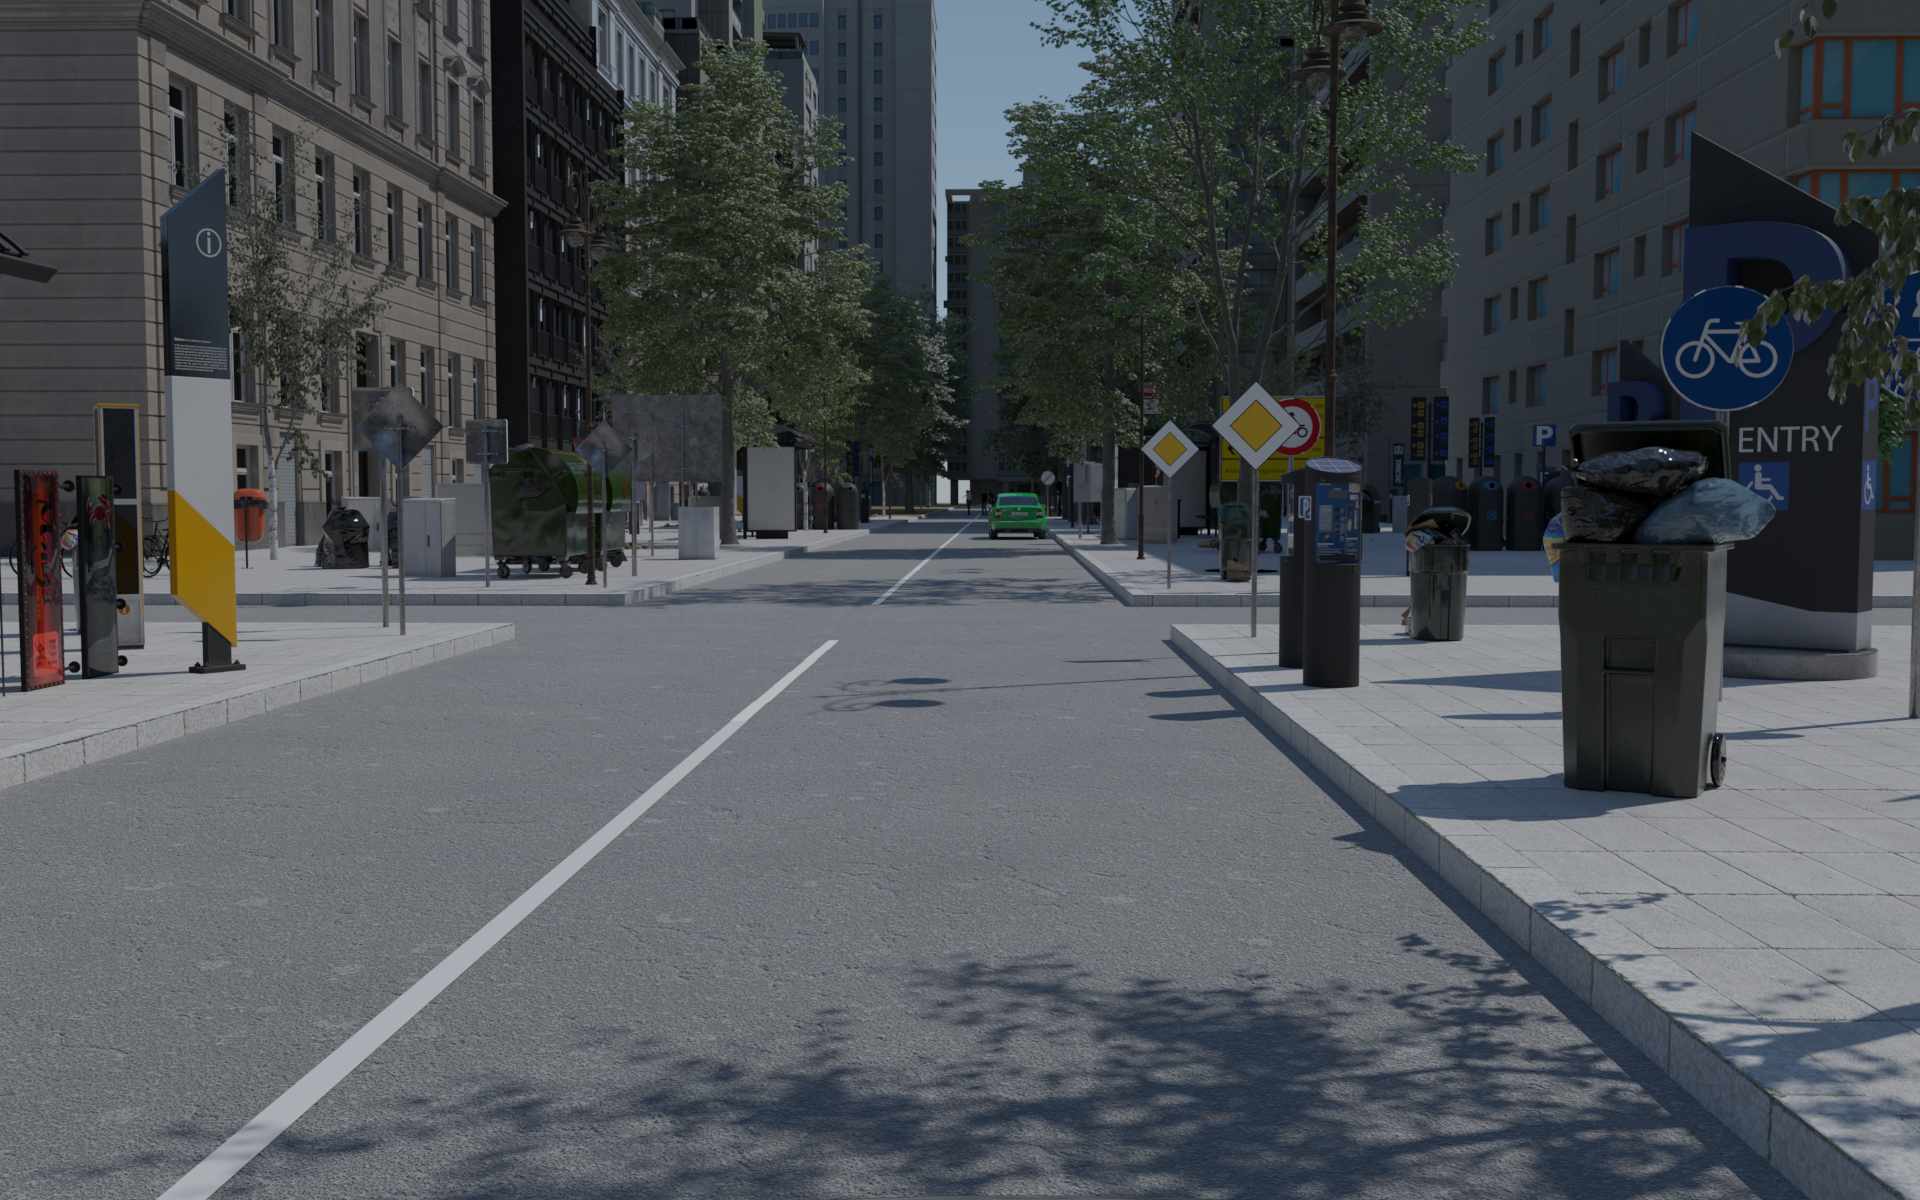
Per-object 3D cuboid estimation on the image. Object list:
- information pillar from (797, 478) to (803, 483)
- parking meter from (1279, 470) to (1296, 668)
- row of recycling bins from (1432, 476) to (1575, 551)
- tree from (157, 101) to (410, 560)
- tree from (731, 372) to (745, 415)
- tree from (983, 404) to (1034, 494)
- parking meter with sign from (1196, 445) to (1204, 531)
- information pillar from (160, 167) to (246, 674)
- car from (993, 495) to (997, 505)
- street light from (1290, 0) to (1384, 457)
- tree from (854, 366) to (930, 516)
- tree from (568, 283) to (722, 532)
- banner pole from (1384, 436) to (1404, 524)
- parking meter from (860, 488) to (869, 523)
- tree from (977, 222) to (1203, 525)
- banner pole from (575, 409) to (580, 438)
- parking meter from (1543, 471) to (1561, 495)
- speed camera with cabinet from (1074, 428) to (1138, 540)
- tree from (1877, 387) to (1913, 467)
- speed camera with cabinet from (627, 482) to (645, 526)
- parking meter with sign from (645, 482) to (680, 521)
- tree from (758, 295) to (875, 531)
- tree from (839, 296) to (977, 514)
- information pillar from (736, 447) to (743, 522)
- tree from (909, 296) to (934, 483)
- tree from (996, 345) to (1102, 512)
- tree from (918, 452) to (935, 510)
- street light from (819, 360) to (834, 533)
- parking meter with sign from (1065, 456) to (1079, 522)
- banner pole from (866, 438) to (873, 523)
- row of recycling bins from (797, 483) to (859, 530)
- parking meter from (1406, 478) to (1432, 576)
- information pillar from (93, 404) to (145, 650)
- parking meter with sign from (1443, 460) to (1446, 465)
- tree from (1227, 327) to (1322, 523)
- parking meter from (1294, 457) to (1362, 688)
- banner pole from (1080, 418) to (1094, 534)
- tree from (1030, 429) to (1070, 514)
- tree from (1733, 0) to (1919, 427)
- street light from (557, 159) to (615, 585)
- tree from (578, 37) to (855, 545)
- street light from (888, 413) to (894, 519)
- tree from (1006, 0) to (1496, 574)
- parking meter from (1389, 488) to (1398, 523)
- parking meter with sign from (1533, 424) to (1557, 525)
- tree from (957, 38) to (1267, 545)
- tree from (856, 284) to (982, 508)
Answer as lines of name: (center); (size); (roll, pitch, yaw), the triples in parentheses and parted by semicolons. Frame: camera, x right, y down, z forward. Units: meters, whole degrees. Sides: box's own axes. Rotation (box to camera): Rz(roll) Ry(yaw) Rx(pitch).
information pillar: (-7.165, -4.453, 77.302); (0.304, 2.012, 0.304); (3, 4, 38)
parking meter: (2.561, -0.271, 12.846); (0.372, 1.533, 0.369); (0, 3, 0)
row of recycling bins: (12.313, -1.963, 39.208); (3.534, 1.692, 1.069); (0, 4, -4)
tree: (-13.126, -5.086, 33.516); (4.360, 8.622, 3.978); (0, 3, 0)
tree: (-11.397, -7.567, 74.081); (4.360, 8.622, 3.978); (0, 3, 0)
tree: (7.168, -16.003, 172.025); (12.009, 13.543, 11.850); (0, 3, 0)
parking meter with sign: (8.377, -3.979, 61.317); (0.543, 3.016, 1.738); (0, 4, 3)
information pillar: (-5.415, -1.284, 12.352); (0.183, 3.616, 0.504); (2, 4, 31)
car: (3.349, -7.922, 142.111); (1.945, 1.354, 3.894); (0, 4, 2)
street light: (3.005, -2.522, 14.016); (0.468, 5.910, 1.993); (0, 4, 1)
tree: (-4.157, -9.099, 99.130); (4.360, 8.622, 3.978); (0, 3, 0)
tree: (-10.669, -6.599, 58.259); (4.360, 8.622, 3.978); (0, 3, 0)
banner pole: (18.788, -5.191, 74.884); (0.863, 3.779, 0.401); (2, 4, 27)
parking meter: (-4.206, -4.160, 76.433); (0.372, 1.533, 0.369); (0, 3, 0)
tree: (5.514, -9.527, 72.777); (9.611, 12.733, 9.660); (0, 3, 0)
banner pole: (-11.222, -3.728, 50.964); (0.401, 3.779, 0.863); (-1, 4, -14)
parking meter: (14.663, -2.276, 42.930); (0.399, 1.863, 0.255); (1, 4, 17)
speed camera with cabinet: (4.160, -3.361, 49.283); (0.660, 3.252, 2.038); (-3, 5, -43)
tree: (13.032, -2.597, 26.174); (4.285, 4.588, 4.351); (0, 3, 0)
speed camera with cabinet: (-13.198, -4.616, 69.813); (0.660, 3.252, 2.038); (-1, 4, -22)
parking meter with sign: (-14.222, -5.279, 82.566); (1.738, 3.016, 0.543); (-3, 4, -37)
tree: (-5.299, -6.726, 60.328); (4.737, 8.622, 4.395); (0, 3, 0)
tree: (-3.204, -12.464, 110.448); (9.857, 13.997, 8.962); (0, 3, 0)
information pillar: (-9.886, -5.337, 78.614); (0.504, 3.616, 0.183); (0, 4, -6)
tree: (-4.461, -10.087, 83.050); (7.486, 12.596, 7.792); (0, 3, 0)
tree: (7.185, -13.444, 126.462); (9.857, 13.997, 8.962); (0, 3, 0)
tree: (-3.288, -11.712, 141.857); (4.737, 8.622, 4.395); (0, 3, 0)
street light: (-4.403, -5.124, 56.562); (0.468, 5.910, 1.993); (0, 4, 1)
parking meter with sign: (5.277, -5.118, 79.943); (0.543, 3.016, 1.738); (1, 4, 15)
banner pole: (-4.039, -5.349, 77.467); (0.401, 3.779, 0.863); (1, 4, 20)
row of recycling bins: (-5.412, -3.389, 62.517); (3.534, 1.692, 1.069); (0, 4, 2)
parking meter: (7.170, -1.139, 27.041); (0.372, 1.533, 0.369); (0, 3, 0)
information pillar: (-6.937, -0.599, 14.292); (0.304, 2.012, 0.304); (-2, 4, -33)
parking meter with sign: (20.631, -4.558, 70.791); (0.543, 3.016, 1.738); (-3, 5, -40)
tree: (13.847, -7.662, 75.641); (4.737, 8.622, 4.395); (0, 3, 0)
parking meter: (2.490, -0.194, 11.582); (0.372, 1.533, 0.369); (0, 3, 0)
banner pole: (4.019, -4.006, 55.521); (0.401, 3.779, 0.863); (2, 4, 29)
tree: (6.008, -9.706, 109.062); (4.360, 8.622, 3.978); (0, 3, 0)
tree: (3.417, -3.315, 4.557); (4.360, 8.622, 3.978); (0, 3, 0)
street light: (-5.219, -3.153, 24.344); (0.468, 5.910, 1.993); (0, 4, 1)
tree: (-5.835, -7.652, 43.240); (7.486, 12.596, 7.792); (0, 3, 0)
street light: (-3.615, -7.118, 89.169); (0.468, 5.910, 1.993); (0, 4, 1)
tree: (4.610, -6.247, 27.893); (9.928, 11.665, 9.643); (0, 3, 0)
parking meter: (19.043, -4.140, 76.100); (0.372, 1.533, 0.369); (0, 3, 0)
parking meter with sign: (15.009, -2.937, 44.279); (0.543, 3.016, 1.738); (2, 4, 25)
tree: (3.830, -7.655, 43.287); (7.486, 12.596, 7.792); (0, 3, 0)
tree: (-3.825, -18.548, 159.145); (12.611, 20.169, 13.585); (0, 3, 0)
